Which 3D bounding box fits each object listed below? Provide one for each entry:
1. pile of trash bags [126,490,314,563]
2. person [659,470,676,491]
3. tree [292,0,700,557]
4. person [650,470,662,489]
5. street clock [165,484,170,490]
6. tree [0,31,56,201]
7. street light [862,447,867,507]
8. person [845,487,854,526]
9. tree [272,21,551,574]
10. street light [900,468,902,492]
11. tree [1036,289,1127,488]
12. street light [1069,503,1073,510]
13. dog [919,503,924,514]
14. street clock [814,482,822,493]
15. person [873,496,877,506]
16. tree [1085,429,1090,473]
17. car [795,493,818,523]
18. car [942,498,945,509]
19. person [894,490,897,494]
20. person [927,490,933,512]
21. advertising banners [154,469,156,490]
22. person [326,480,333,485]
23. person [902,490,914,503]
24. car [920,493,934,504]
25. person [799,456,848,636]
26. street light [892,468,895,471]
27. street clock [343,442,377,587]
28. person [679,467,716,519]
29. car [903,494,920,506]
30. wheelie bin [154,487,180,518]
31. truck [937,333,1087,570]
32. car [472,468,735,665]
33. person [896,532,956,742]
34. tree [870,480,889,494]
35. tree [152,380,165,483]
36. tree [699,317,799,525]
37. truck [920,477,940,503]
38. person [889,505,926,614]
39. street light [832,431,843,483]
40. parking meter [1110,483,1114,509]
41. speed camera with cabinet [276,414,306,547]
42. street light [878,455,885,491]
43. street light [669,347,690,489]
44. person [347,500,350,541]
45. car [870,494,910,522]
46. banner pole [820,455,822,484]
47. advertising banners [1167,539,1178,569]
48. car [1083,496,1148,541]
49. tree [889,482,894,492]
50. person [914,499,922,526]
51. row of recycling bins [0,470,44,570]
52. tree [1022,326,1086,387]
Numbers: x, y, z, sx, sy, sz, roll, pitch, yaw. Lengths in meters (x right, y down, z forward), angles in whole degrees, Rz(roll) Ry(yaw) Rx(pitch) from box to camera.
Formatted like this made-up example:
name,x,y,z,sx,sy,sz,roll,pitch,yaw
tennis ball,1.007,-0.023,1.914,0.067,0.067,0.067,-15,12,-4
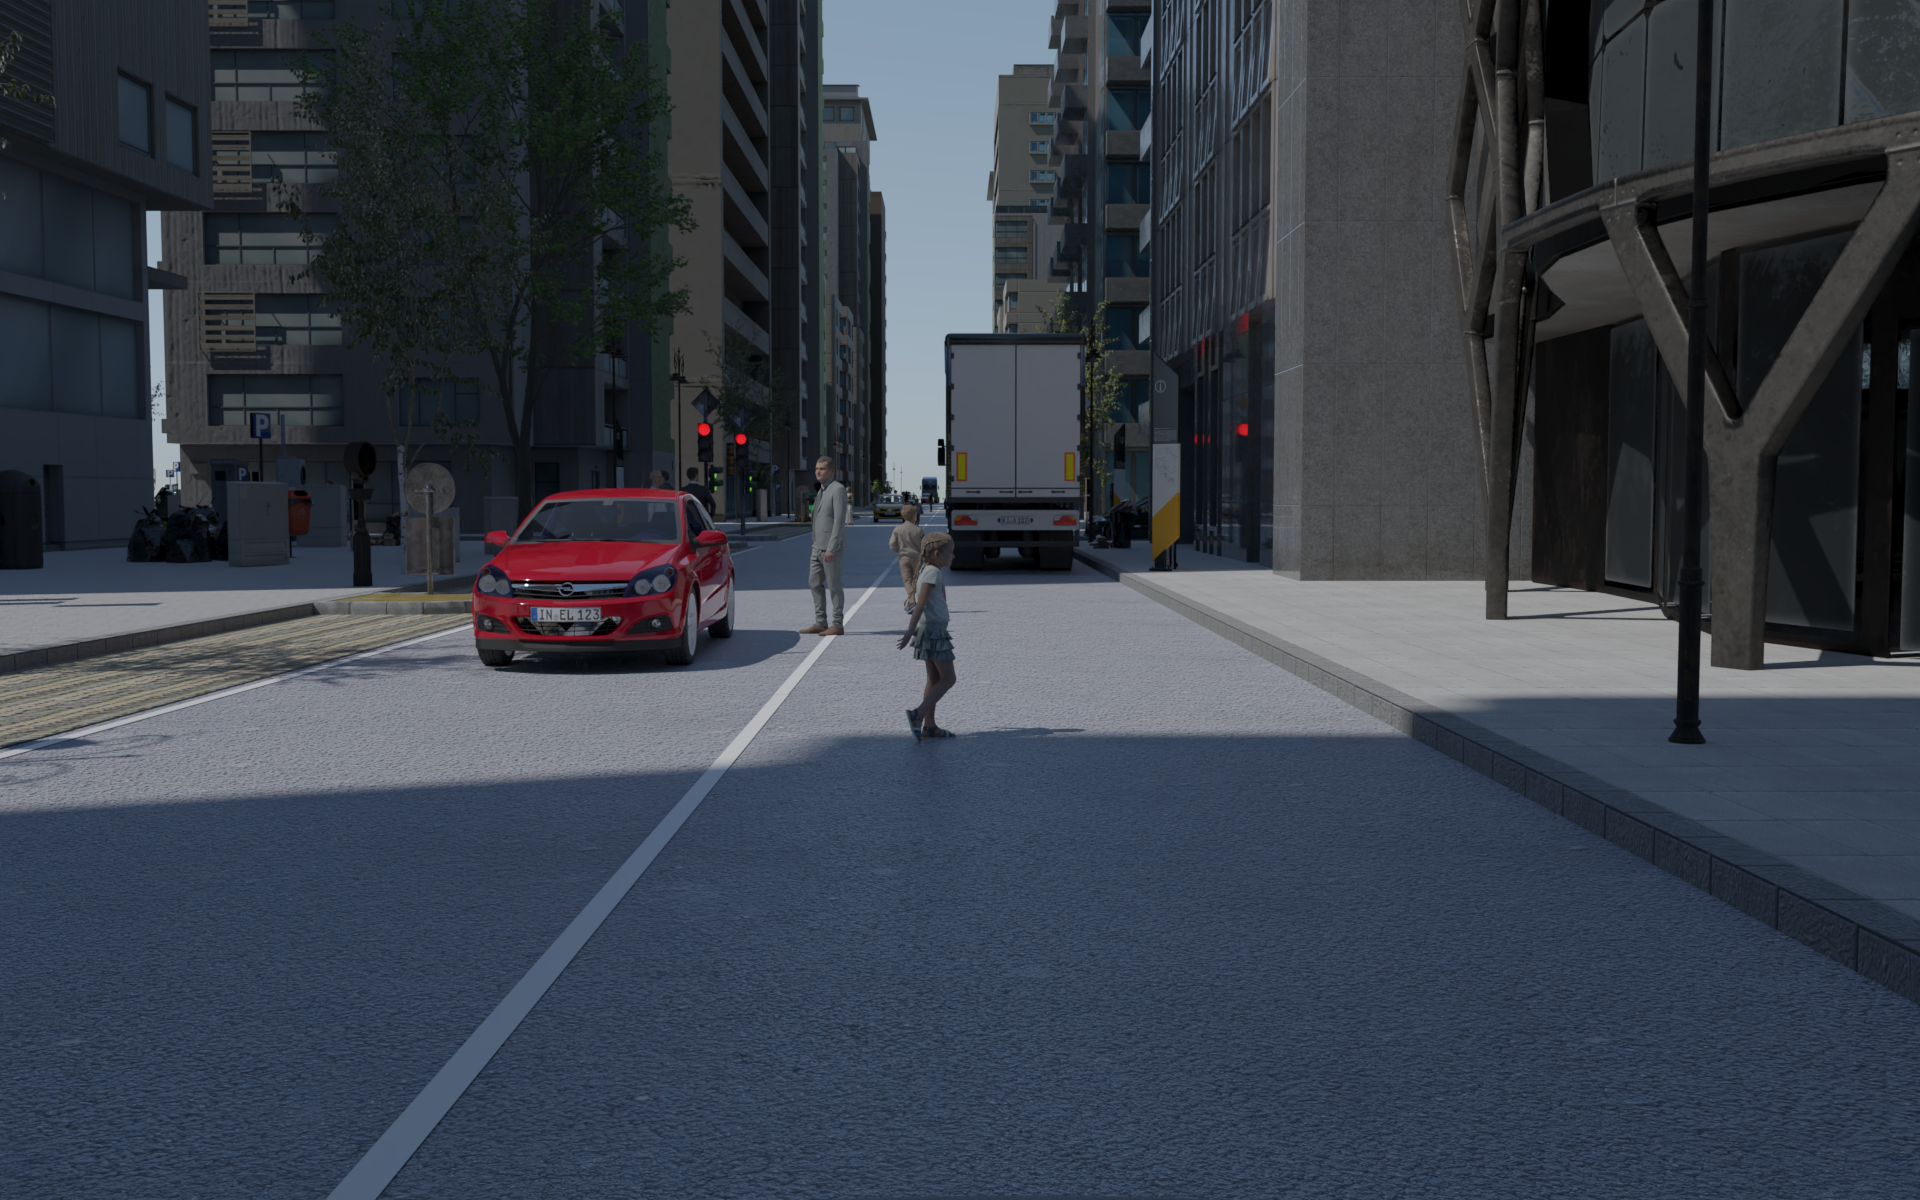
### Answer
name,x,y,z,sx,sy,sz,roll,pitch,yaw
pile of trash bags,-14.190,-1.461,33.640,1.912,1.369,3.447,3,4,39
person,-5.299,-1.359,30.518,0.447,1.846,0.655,1,4,20
tree,-9.000,-6.680,34.977,9.928,11.665,9.643,0,3,0
person,-5.180,-1.281,29.320,0.818,1.842,0.514,-1,4,-20
street clock,-58.055,-7.486,126.965,0.358,2.002,0.471,0,4,6
tree,-9.280,-3.833,13.027,4.360,8.622,3.978,0,3,0
street light,-9.273,-11.879,167.017,0.468,5.910,1.993,0,4,0
person,-5.031,-4.214,77.952,0.362,1.759,0.519,-3,5,-44
tree,-8.803,-4.715,27.456,4.360,8.622,3.978,0,3,0
street light,-9.745,-19.251,287.538,0.468,5.910,1.993,0,4,0
tree,4.138,-6.800,61.545,4.737,8.622,4.395,0,3,0
street light,3.566,-5.063,55.569,0.468,5.910,1.993,0,4,0
dog,-2.656,-6.523,123.479,0.800,0.831,0.513,-3,5,-40
street clock,-8.674,-6.186,105.705,0.471,2.002,0.358,-2,4,-30
person,-5.073,-5.610,104.504,0.425,1.301,0.394,-2,4,-33
tree,3.840,-5.296,70.298,4.285,4.588,4.351,0,3,0
car,-6.600,-4.367,80.194,1.959,1.807,4.718,0,4,1
car,-0.689,-9.519,165.423,2.009,1.686,4.222,0,3,0
person,-3.966,-5.933,106.506,0.522,1.701,0.512,-1,4,-19
person,-2.463,-8.145,142.189,0.721,1.766,1.217,1,4,17
advertising banners,-55.132,-7.459,118.147,0.090,3.025,2.074,-3,4,-39
person,-18.723,-2.648,51.659,0.638,1.841,0.748,-3,4,-37
person,-4.338,-8.009,140.271,1.217,1.723,0.721,0,4,-6
car,-4.603,-14.315,243.087,2.155,1.783,4.494,0,4,0
person,-1.334,-0.548,17.565,0.391,1.810,0.635,-2,4,-32
street light,-9.558,-17.013,250.949,0.468,5.910,1.993,0,4,0
street clock,-8.301,-1.189,24.016,0.358,2.002,0.471,1,4,13
person,-4.601,-1.378,30.389,0.648,1.900,0.474,-1,4,-14
car,-4.526,-8.895,155.215,2.009,1.686,4.222,0,4,1
wheelie bin,-34.902,-4.166,76.030,0.693,1.594,0.980,0,4,-7
truck,0.928,-2.867,35.783,2.839,4.237,11.283,0,4,0
car,-3.145,-0.416,15.845,2.155,1.783,4.494,0,4,-1
person,-0.217,0.205,10.163,0.382,1.210,0.505,-1,4,-11
tree,-10.100,-13.326,212.476,1.663,3.219,1.824,0,3,0
tree,-33.230,-7.167,67.542,4.737,8.622,4.395,0,3,0
tree,-8.940,-7.433,71.899,4.360,8.622,3.978,0,3,0
truck,-4.617,-17.402,274.287,2.967,4.110,18.799,0,4,0
person,-0.619,-0.488,20.747,0.475,1.303,0.640,-1,4,-21
street light,-9.123,-9.659,130.705,0.468,5.910,1.993,0,4,0
parking meter,7.087,-4.504,79.357,0.399,1.863,0.255,-1,4,-18
speed camera with cabinet,-16.502,-2.940,42.405,0.660,3.252,2.038,-1,4,-10
street light,-9.530,-14.792,214.637,0.468,5.910,1.993,0,4,0
street light,-8.829,-5.002,54.570,0.468,5.910,1.993,0,4,0
person,-17.476,-2.326,49.127,0.523,1.515,0.503,-2,4,-24
car,-3.568,-4.798,88.678,2.015,1.641,3.980,0,4,-1
banner pole,-8.746,-7.361,110.369,0.401,3.779,0.863,1,4,18
advertising banners,3.680,-2.089,30.346,0.090,3.025,2.074,0,4,1
car,5.681,-2.470,50.172,4.222,1.686,2.009,0,4,-1
tree,-9.987,-14.198,226.732,1.663,3.219,1.824,0,3,0
person,-1.719,-3.505,70.491,0.332,1.250,0.352,1,4,12
row of recycling bins,-16.916,-1.306,28.474,1.069,1.692,3.534,2,4,29
tree,3.653,-7.633,75.155,4.360,8.622,3.978,0,3,0
